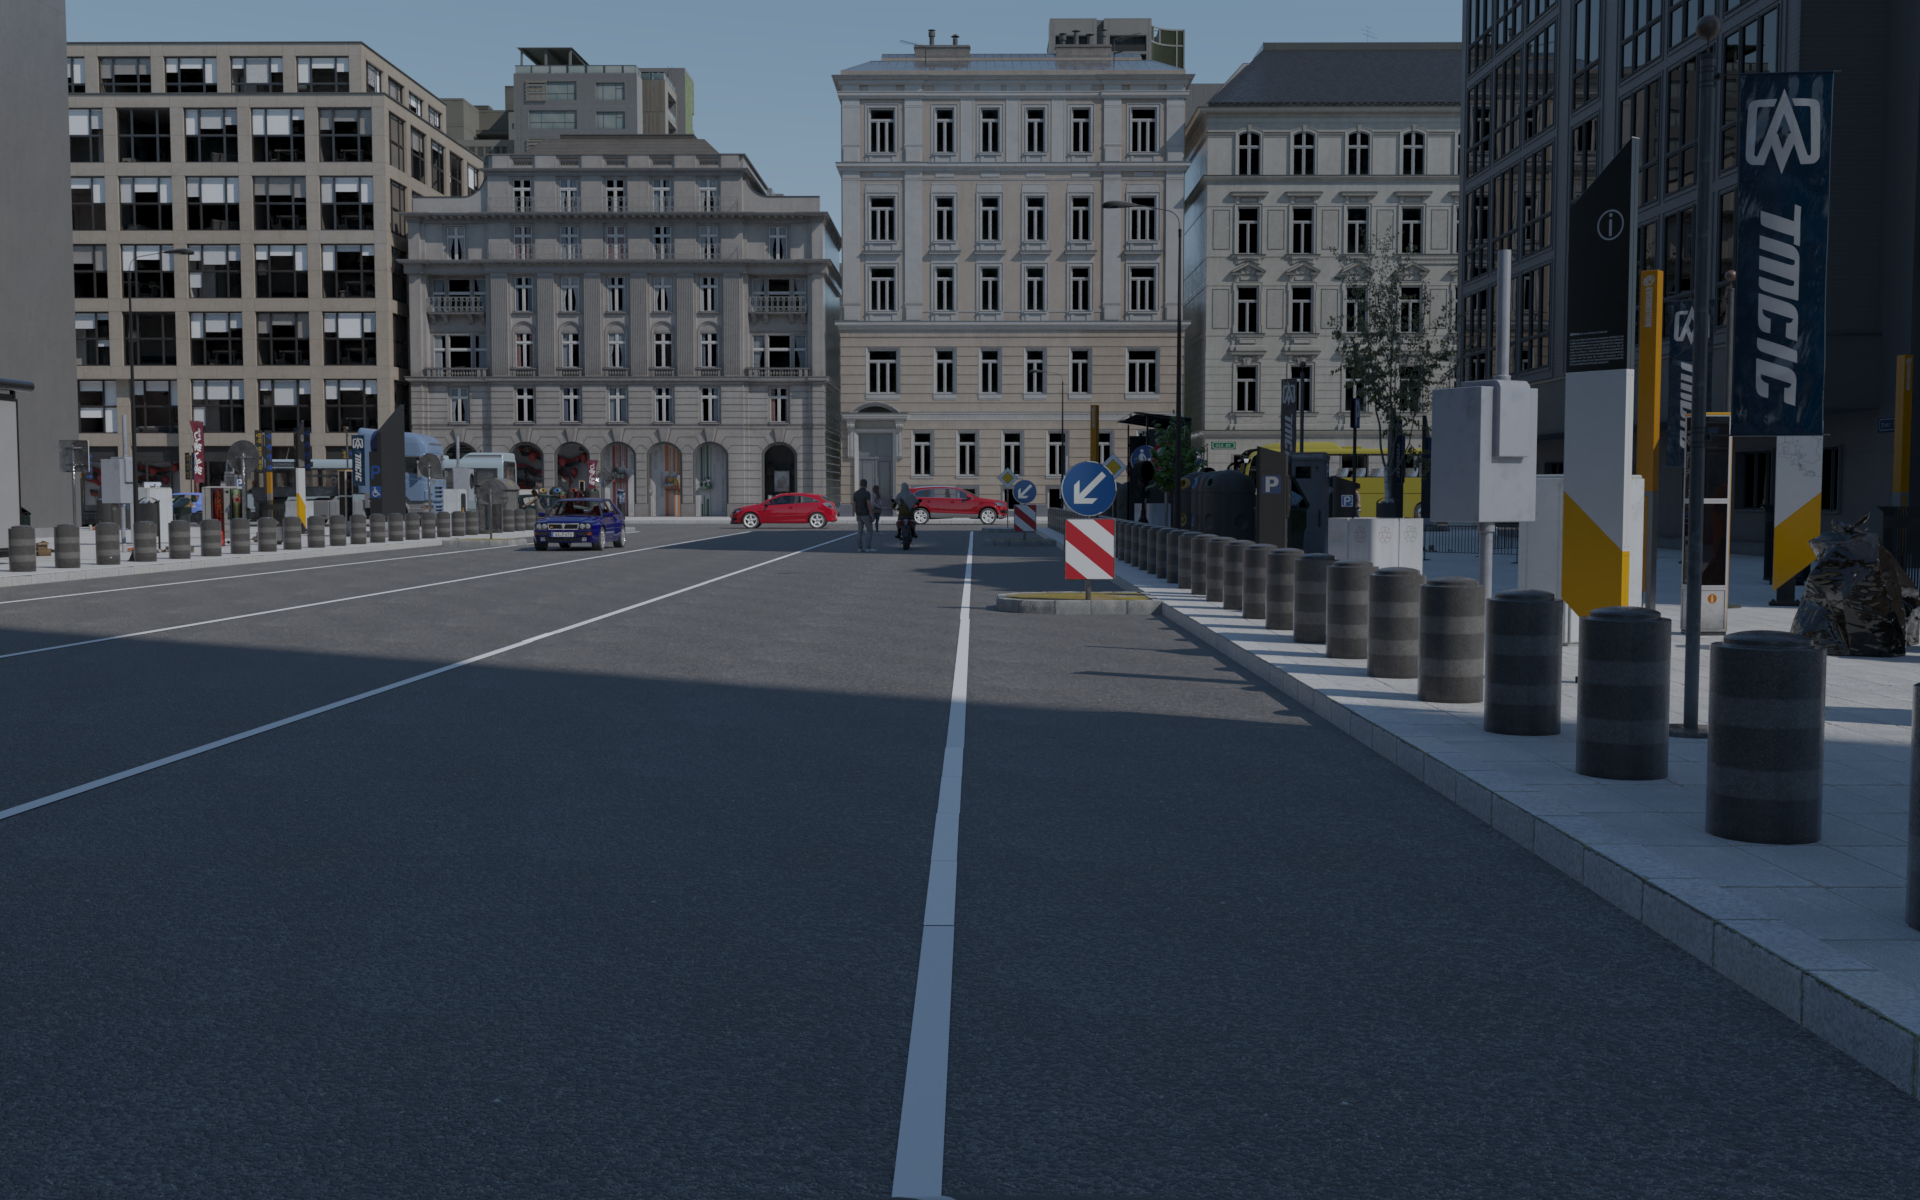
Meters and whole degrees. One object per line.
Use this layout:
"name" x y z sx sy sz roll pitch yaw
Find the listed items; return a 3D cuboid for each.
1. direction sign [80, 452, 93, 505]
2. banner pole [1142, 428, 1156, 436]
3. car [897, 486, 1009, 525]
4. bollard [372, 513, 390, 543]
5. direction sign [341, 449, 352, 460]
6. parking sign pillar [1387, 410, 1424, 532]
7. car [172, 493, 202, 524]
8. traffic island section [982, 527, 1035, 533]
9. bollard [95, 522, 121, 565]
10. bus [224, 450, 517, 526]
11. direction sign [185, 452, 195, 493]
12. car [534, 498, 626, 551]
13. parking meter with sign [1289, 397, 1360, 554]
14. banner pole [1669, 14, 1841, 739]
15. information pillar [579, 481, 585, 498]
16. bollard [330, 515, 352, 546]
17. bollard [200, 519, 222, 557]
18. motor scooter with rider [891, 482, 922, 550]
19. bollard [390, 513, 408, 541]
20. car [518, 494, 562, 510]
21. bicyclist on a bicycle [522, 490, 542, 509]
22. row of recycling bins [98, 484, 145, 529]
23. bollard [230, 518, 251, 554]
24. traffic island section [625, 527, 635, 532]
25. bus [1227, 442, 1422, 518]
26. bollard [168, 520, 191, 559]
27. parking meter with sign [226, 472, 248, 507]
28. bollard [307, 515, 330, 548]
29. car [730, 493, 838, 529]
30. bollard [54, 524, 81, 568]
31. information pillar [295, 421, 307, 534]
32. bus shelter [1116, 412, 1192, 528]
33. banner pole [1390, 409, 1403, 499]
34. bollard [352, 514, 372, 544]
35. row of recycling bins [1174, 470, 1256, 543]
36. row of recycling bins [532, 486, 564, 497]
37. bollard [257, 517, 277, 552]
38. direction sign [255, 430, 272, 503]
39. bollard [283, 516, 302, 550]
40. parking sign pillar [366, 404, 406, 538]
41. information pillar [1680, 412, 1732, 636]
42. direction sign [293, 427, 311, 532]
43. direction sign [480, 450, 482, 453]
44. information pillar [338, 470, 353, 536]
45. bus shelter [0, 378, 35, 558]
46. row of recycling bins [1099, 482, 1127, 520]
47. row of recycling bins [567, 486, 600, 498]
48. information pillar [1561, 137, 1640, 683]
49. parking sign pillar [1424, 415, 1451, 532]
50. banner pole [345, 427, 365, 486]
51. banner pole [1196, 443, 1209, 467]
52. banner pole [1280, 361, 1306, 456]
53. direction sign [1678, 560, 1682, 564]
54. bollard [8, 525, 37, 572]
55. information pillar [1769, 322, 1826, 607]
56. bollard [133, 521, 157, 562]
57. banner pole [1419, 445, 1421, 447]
"direction sign" -47.492 -6.233 93.914 0.876 3.537 0.379 -2 4 -35
"banner pole" 6.664 -4.326 60.741 0.863 3.779 0.401 -3 4 -37
"car" -0.332 -4.459 81.581 5.304 1.827 2.281 0 4 0
"bollard" -15.356 -1.892 45.648 0.404 0.777 0.398 0 3 0
"direction sign" -30.985 -5.851 87.660 0.379 3.537 0.876 1 4 17
"parking sign pillar" 14.011 -4.114 55.736 1.447 3.967 1.447 1 4 9
"car" -37.182 -4.468 82.650 3.694 1.707 1.945 0 4 -1
"traffic island section" 1.821 -2.639 65.433 2.009 0.180 2.903 0 4 0
"bollard" -15.480 -1.024 31.460 0.404 0.777 0.398 0 3 0
"bus" -26.887 -5.079 77.908 13.247 3.499 2.948 0 4 -1
"direction sign" -41.872 -6.259 94.337 0.876 3.537 0.379 2 4 27
"car" -9.862 -1.983 45.003 1.945 1.354 3.894 0 4 1
"parking meter with sign" 6.407 -2.175 31.819 1.738 3.016 0.543 1 4 22
"banner pole" 4.142 -1.169 9.132 0.863 3.779 0.401 0 4 7
"information pillar" -20.774 -5.544 95.143 0.304 2.012 0.304 -1 4 -15
"bollard" -15.380 -1.718 42.803 0.404 0.777 0.398 0 3 0
"bollard" -15.442 -1.284 35.703 0.404 0.777 0.398 0 3 0
"motor scooter with rider" -1.360 -2.201 44.954 0.876 1.779 1.986 0 4 0
"bollard" -15.341 -1.978 47.065 0.404 0.777 0.398 0 3 0
"car" -17.074 -3.797 71.866 4.222 1.686 2.009 0 4 1
"bicyclist on a bicycle" -17.015 -3.609 69.033 1.625 1.676 1.499 0 4 2
"row of recycling bins" -31.301 -3.521 64.677 1.069 1.692 3.534 -1 4 -9
"bollard" -15.430 -1.370 37.120 0.404 0.777 0.398 0 3 0
"traffic island section" -13.470 -2.648 65.571 2.009 0.180 2.903 0 4 0
"bus" 18.969 -5.544 82.197 12.252 3.916 2.896 0 4 2
"bollard" -15.453 -1.197 34.288 0.404 0.777 0.398 0 3 0
"parking meter with sign" -27.529 -4.256 65.853 1.738 3.016 0.543 3 5 41
"bollard" -15.390 -1.631 41.389 0.404 0.777 0.398 0 3 0
"car" -7.368 -3.873 72.360 4.494 1.783 2.155 0 4 -1
"bollard" -15.489 -0.937 30.045 0.404 0.777 0.398 0 3 0
"information pillar" -21.077 -3.915 55.373 0.183 3.616 0.504 0 4 3
"bus shelter" 5.833 -3.741 52.452 1.731 3.624 6.357 0 4 0
"banner pole" 12.712 -3.702 50.550 0.401 3.779 0.863 3 5 41
"bollard" -15.371 -1.805 44.233 0.404 0.777 0.398 0 3 0
"row of recycling bins" 4.542 -1.448 30.782 1.069 1.692 3.534 0 4 -3
"row of recycling bins" -29.962 -7.356 127.379 3.534 1.692 1.069 -1 4 -10
"bollard" -15.416 -1.457 38.534 0.404 0.777 0.398 0 3 0
"direction sign" -24.732 -4.255 61.568 0.379 3.537 0.876 1 4 16
"bollard" -15.405 -1.543 39.949 0.404 0.777 0.398 0 3 0
"parking sign pillar" -17.048 -3.859 51.568 1.447 3.967 1.447 1 4 13
"information pillar" 6.785 -0.688 15.749 0.304 2.012 0.304 0 4 -4
"direction sign" -22.414 -4.102 59.071 0.876 3.537 0.379 2 4 34
"direction sign" -24.622 -5.938 89.082 0.379 3.537 0.876 -1 4 -12
"information pillar" -18.783 -2.965 52.975 0.304 2.012 0.304 2 4 24
"bus shelter" -18.209 -3.057 27.619 2.179 5.291 8.768 0 4 1
"row of recycling bins" 5.085 -3.135 58.372 1.069 1.692 3.534 -1 4 -20
"row of recycling bins" -25.311 -6.896 119.856 1.069 1.692 3.534 3 5 39
"information pillar" 4.310 -1.242 11.655 0.183 3.616 0.504 -2 4 -35
"parking sign pillar" 16.228 -4.363 59.809 1.447 3.967 1.447 1 4 22
"banner pole" -22.569 -4.557 64.527 0.863 3.779 0.401 0 4 -8
"banner pole" 11.948 -5.832 85.375 0.863 3.779 0.401 0 4 5
"banner pole" 6.334 -2.622 32.880 0.401 3.779 0.863 -2 4 -28
"direction sign" 13.442 -2.435 31.809 0.379 3.537 0.876 -1 4 -14
"bollard" -15.502 -0.851 28.631 0.404 0.777 0.398 0 3 0
"information pillar" 9.543 -1.735 19.723 0.504 3.616 0.183 1 4 21
"bollard" -15.468 -1.111 32.874 0.404 0.777 0.398 0 3 0
"banner pole" 23.204 -5.989 87.937 0.401 3.779 0.863 -1 4 -14
